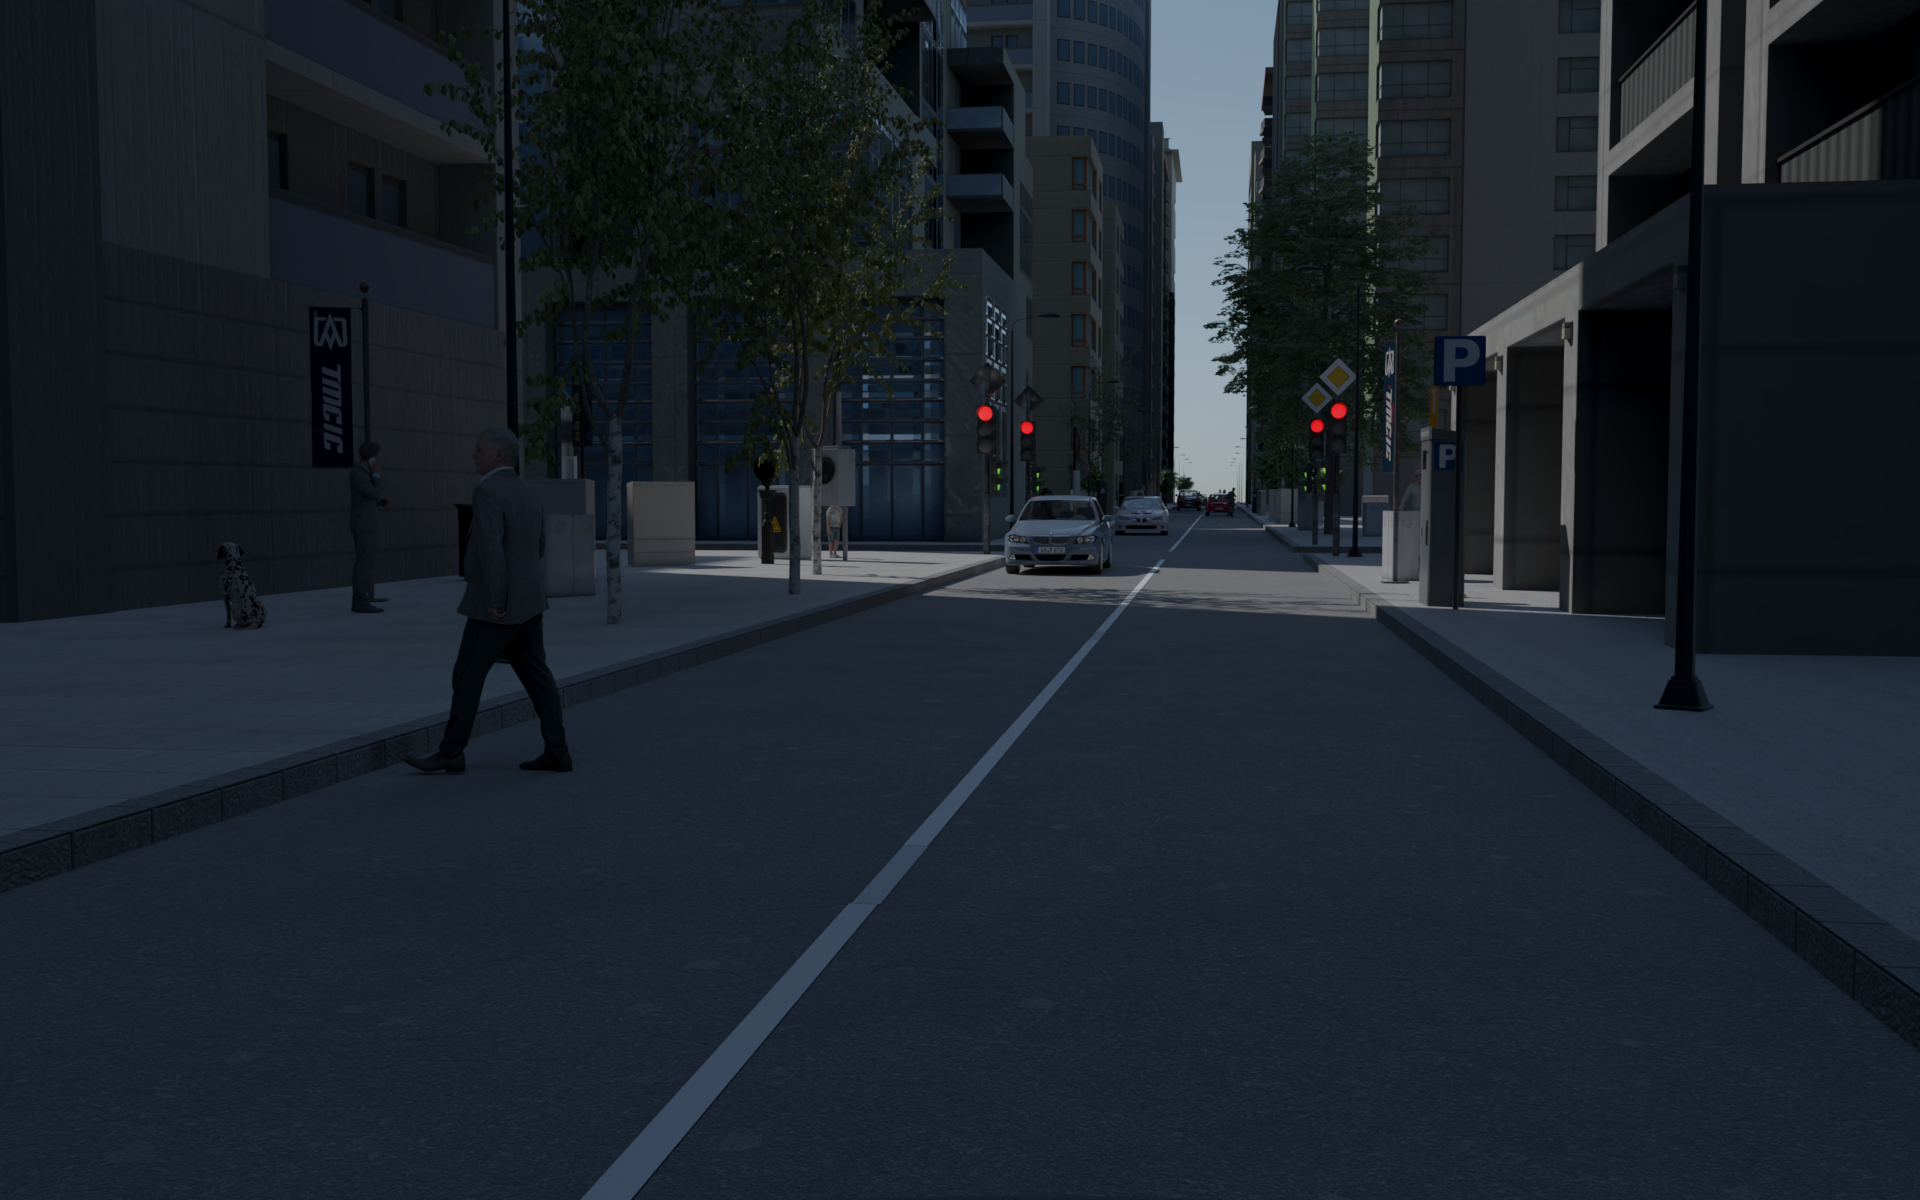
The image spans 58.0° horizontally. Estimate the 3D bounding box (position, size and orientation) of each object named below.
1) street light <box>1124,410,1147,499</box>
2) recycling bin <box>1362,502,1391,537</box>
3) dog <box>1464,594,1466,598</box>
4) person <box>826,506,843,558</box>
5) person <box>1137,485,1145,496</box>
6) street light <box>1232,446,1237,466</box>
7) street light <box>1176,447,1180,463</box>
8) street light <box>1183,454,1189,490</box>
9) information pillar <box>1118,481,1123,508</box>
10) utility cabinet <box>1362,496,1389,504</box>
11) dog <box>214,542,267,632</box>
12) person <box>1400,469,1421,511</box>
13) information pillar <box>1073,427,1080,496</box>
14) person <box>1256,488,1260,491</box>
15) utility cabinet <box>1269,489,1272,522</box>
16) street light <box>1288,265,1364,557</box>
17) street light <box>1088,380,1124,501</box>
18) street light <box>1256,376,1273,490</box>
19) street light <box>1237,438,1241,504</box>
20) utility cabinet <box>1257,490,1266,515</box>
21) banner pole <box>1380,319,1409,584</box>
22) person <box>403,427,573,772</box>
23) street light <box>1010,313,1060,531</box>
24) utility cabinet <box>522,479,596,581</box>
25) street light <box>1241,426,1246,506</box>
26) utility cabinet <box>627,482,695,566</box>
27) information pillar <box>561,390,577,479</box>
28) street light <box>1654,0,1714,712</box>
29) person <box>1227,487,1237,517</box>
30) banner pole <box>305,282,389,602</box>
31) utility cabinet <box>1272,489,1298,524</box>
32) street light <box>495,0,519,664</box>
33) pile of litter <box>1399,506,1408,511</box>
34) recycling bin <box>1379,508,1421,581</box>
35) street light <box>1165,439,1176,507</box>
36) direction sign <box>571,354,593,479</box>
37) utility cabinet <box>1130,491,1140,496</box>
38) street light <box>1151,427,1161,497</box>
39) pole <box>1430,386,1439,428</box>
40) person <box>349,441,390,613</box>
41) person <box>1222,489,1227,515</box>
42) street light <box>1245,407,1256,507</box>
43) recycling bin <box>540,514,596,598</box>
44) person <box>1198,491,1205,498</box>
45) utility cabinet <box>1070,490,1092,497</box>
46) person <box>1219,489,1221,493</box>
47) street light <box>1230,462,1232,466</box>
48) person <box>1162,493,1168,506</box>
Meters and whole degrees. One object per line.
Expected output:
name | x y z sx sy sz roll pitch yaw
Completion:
street light | 9.605 -7.532 95.689 1.470 5.913 1.316 1 4 9
recycling bin | 12.610 -2.441 52.467 0.722 1.027 0.722 0 4 2
dog | 6.220 -0.242 21.694 0.550 0.427 0.748 3 5 43
person | -2.508 -1.468 34.735 0.332 1.250 0.352 1 4 9
person | 8.130 -4.203 76.994 0.755 1.850 0.659 3 4 37
street light | 27.431 -11.976 168.349 1.470 5.913 1.316 1 4 9
street light | 20.834 -12.103 170.425 1.470 5.913 1.316 1 4 9
street light | 25.739 -14.108 203.199 1.470 5.913 1.316 1 4 9
information pillar | 9.279 -5.811 99.502 0.304 2.012 0.304 1 4 20
utility cabinet | 16.917 -3.636 70.616 1.020 1.237 0.306 2 4 31
dog | -6.882 -0.128 16.469 0.513 0.831 0.800 -1 4 -13
person | 8.749 -1.633 33.221 0.782 1.767 0.515 0 4 0
information pillar | 4.062 -4.221 60.374 0.183 3.616 0.504 2 4 24
person | 22.315 -7.529 129.816 0.551 1.740 0.621 0 4 -7
utility cabinet | 14.662 -4.359 79.952 0.318 1.500 1.173 3 4 37
street light | 7.534 -3.838 35.287 1.470 5.913 1.316 1 4 9
street light | 5.814 -6.003 70.692 1.470 5.913 1.316 1 4 9
street light | 12.347 -5.781 67.054 1.470 5.913 1.316 1 4 9
street light | 23.854 -10.445 143.320 1.470 5.913 1.316 1 4 9
utility cabinet | 17.866 -5.751 102.700 0.318 1.500 1.173 0 4 -2
banner pole | 6.248 -2.143 25.062 0.401 3.779 0.863 0 4 -4
person | -2.422 -0.001 8.910 0.834 1.777 0.661 0 4 3
street light | 1.875 -4.408 44.618 1.470 5.913 1.316 1 4 9
utility cabinet | -5.868 -1.001 25.052 1.173 1.500 0.318 1 4 15
street light | 20.077 -8.897 118.007 1.470 5.913 1.316 1 4 9
utility cabinet | -5.349 -1.364 30.985 1.173 1.500 0.318 -2 4 -32
information pillar | -8.580 -2.853 38.009 0.504 3.616 0.183 3 5 43
street light | 3.802 -2.308 10.281 1.470 5.913 1.316 1 4 9
person | 17.067 -6.147 108.816 0.655 1.846 0.447 3 4 37
banner pole | -7.245 -1.863 20.482 0.863 3.779 0.401 -1 4 -22
utility cabinet | 14.019 -4.020 74.412 1.173 1.500 0.318 -3 5 -42
street light | -2.857 -2.472 12.966 1.470 5.913 1.316 1 4 9
pile of litter | 17.054 -3.198 66.244 1.176 0.858 1.719 -1 4 -14
recycling bin | 6.777 -0.820 25.964 0.722 1.027 0.722 0 4 -2
street light | 17.115 -10.572 145.399 1.470 5.913 1.316 1 4 9
direction sign | -6.213 -2.235 28.536 0.379 3.537 0.876 -2 4 -32
utility cabinet | 11.543 -6.384 113.064 0.318 1.500 1.173 3 4 39
street light | 13.255 -9.039 120.328 1.470 5.913 1.316 1 4 9
pole | 8.917 -2.373 32.647 0.158 3.312 0.155 0 3 0
person | -6.402 -0.792 18.794 0.447 1.846 0.655 -2 4 -26
person | 18.086 -6.690 118.464 0.643 1.750 0.593 -2 4 -35
street light | 16.144 -7.332 92.417 1.470 5.913 1.316 1 4 9
recycling bin | -5.091 -0.568 21.837 0.722 1.027 0.722 3 5 43
person | 25.653 -10.780 185.489 1.217 1.736 0.721 -1 4 -9
utility cabinet | 5.862 -4.575 83.476 1.173 1.500 0.318 -2 4 -33
person | 21.493 -8.245 143.290 1.348 1.826 0.705 -1 4 -17
street light | 36.151 -15.481 225.652 1.470 5.913 1.316 1 4 9
person | 19.523 -9.515 164.845 0.421 1.427 0.697 -3 4 -39
